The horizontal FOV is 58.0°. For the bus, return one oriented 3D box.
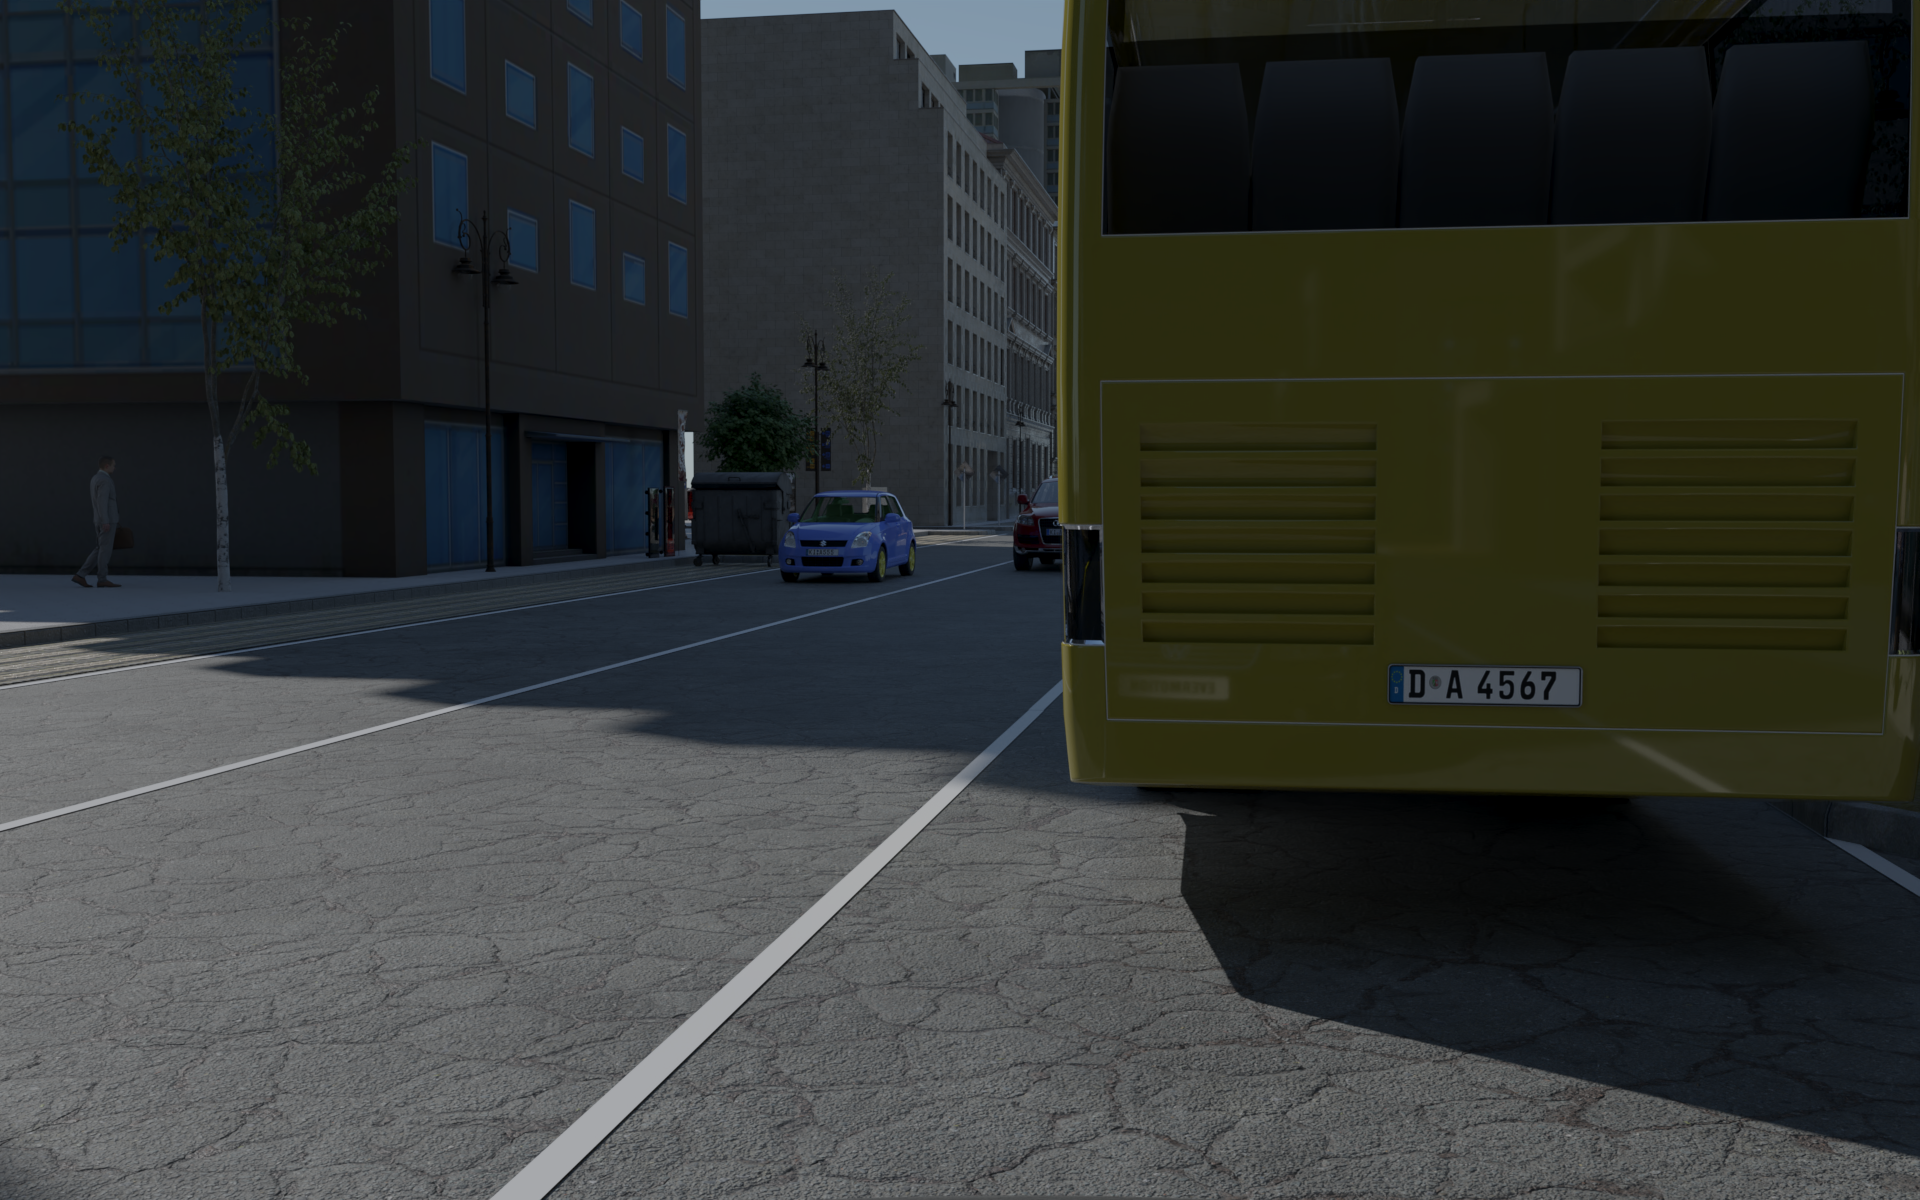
[{"bbox_3d":[2.423,-1.191,11.028,2.896,3.916,12.252,1,4,8],"label":"bus"}]

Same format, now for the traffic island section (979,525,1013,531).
[{"bbox_3d":[1.512,-2.852,68.907,2.009,0.180,2.903,1,4,10],"label":"traffic island section"}]

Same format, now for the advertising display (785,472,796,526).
[{"bbox_3d":[-5.074,-2.700,49.351,0.123,1.923,0.974,3,5,43],"label":"advertising display"}]

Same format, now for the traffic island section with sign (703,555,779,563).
[{"bbox_3d":[-4.204,-1.714,36.658,1.989,1.847,2.006,1,4,10],"label":"traffic island section with sign"}]

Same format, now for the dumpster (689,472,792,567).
[{"bbox_3d":[-4.333,-1.598,34.337,1.865,1.857,1.264,1,4,9],"label":"dumpster"}]

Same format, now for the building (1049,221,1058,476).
[{"bbox_3d":[1.783,-18.686,124.596,14.460,24.649,34.723,1,4,10],"label":"building"}]

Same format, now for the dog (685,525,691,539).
[{"bbox_3d":[-7.872,-1.923,49.182,0.550,0.427,0.748,0,4,-3],"label":"dog"}]

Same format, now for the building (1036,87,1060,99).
[{"bbox_3d":[11.565,-30.016,174.361,14.154,41.232,14.086,1,4,10],"label":"building"}]

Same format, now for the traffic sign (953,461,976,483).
[{"bbox_3d":[0.143,-3.595,60.972,0.795,2.593,0.064,1,4,10],"label":"traffic sign"}]

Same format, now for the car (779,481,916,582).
[{"bbox_3d":[-1.874,-1.207,29.334,1.945,1.707,3.694,1,4,10],"label":"car"}]

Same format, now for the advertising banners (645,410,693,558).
[{"bbox_3d":[-5.963,-2.397,35.377,0.090,3.025,2.074,1,4,15],"label":"advertising banners"}]

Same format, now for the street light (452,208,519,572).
[{"bbox_3d":[-7.739,-3.400,28.375,0.468,5.910,1.993,1,4,10],"label":"street light"}]

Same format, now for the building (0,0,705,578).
[{"bbox_3d":[-13.906,-23.408,32.827,14.600,45.320,14.200,1,4,10],"label":"building"}]

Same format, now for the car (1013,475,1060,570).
[{"bbox_3d":[2.353,-1.552,34.049,2.281,1.827,5.304,1,4,11],"label":"car"}]

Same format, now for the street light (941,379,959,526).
[{"bbox_3d":[-0.404,-5.906,69.359,0.468,5.910,1.993,1,4,10],"label":"street light"}]

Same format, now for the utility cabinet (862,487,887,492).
[{"bbox_3d":[-2.767,-2.901,56.108,0.318,1.500,1.173,2,4,25],"label":"utility cabinet"}]

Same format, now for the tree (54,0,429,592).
[{"bbox_3d":[-9.442,-4.413,22.508,4.737,8.622,4.395,0,3,0],"label":"tree"}]

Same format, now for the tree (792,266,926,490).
[{"bbox_3d":[-3.139,-6.405,55.084,4.360,8.622,3.978,0,3,0],"label":"tree"}]

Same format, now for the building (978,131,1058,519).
[{"bbox_3d":[-1.203,-15.905,96.196,11.583,22.565,21.152,1,4,10],"label":"building"}]

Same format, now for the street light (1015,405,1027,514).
[{"bbox_3d":[3.125,-7.158,89.814,0.468,5.910,1.993,1,4,10],"label":"street light"}]

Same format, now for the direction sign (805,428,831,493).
[{"bbox_3d":[-4.832,-4.104,59.092,0.876,3.537,0.379,0,4,4],"label":"direction sign"}]

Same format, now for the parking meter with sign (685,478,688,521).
[{"bbox_3d":[-13.631,-5.407,84.671,0.543,3.016,1.738,-1,4,-20],"label":"parking meter with sign"}]

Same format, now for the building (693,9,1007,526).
[{"bbox_3d":[-4.285,-13.626,77.544,10.420,20.320,16.860,1,4,10],"label":"building"}]

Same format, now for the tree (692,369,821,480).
[{"bbox_3d":[-5.451,-3.785,45.595,4.285,4.588,4.351,0,3,0],"label":"tree"}]

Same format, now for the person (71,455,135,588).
[{"bbox_3d":[-11.742,-1.078,23.796,0.853,1.813,0.709,-3,5,-42],"label":"person"}]

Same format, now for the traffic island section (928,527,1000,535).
[{"bbox_3d":[0.118,-2.371,61.044,2.009,0.180,2.903,1,4,10],"label":"traffic island section"}]

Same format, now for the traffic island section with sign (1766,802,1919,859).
[{"bbox_3d":[4.652,0.074,7.422,1.989,1.847,2.006,1,4,10],"label":"traffic island section with sign"}]

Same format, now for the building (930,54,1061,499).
[{"bbox_3d":[-1.547,-28.473,157.408,32.217,40.220,23.993,1,4,10],"label":"building"}]

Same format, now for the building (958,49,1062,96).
[{"bbox_3d":[10.899,-34.844,193.404,21.300,48.544,21.600,1,4,10],"label":"building"}]

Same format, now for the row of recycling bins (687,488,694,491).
[{"bbox_3d":[-16.846,-6.212,108.679,1.069,1.692,3.534,-3,4,-37],"label":"row of recycling bins"}]

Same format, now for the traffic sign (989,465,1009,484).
[{"bbox_3d":[1.536,-4.076,68.835,0.795,2.593,0.064,1,4,10],"label":"traffic sign"}]

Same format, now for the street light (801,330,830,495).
[{"bbox_3d":[-4.045,-4.649,48.801,0.468,5.910,1.993,1,4,10],"label":"street light"}]
